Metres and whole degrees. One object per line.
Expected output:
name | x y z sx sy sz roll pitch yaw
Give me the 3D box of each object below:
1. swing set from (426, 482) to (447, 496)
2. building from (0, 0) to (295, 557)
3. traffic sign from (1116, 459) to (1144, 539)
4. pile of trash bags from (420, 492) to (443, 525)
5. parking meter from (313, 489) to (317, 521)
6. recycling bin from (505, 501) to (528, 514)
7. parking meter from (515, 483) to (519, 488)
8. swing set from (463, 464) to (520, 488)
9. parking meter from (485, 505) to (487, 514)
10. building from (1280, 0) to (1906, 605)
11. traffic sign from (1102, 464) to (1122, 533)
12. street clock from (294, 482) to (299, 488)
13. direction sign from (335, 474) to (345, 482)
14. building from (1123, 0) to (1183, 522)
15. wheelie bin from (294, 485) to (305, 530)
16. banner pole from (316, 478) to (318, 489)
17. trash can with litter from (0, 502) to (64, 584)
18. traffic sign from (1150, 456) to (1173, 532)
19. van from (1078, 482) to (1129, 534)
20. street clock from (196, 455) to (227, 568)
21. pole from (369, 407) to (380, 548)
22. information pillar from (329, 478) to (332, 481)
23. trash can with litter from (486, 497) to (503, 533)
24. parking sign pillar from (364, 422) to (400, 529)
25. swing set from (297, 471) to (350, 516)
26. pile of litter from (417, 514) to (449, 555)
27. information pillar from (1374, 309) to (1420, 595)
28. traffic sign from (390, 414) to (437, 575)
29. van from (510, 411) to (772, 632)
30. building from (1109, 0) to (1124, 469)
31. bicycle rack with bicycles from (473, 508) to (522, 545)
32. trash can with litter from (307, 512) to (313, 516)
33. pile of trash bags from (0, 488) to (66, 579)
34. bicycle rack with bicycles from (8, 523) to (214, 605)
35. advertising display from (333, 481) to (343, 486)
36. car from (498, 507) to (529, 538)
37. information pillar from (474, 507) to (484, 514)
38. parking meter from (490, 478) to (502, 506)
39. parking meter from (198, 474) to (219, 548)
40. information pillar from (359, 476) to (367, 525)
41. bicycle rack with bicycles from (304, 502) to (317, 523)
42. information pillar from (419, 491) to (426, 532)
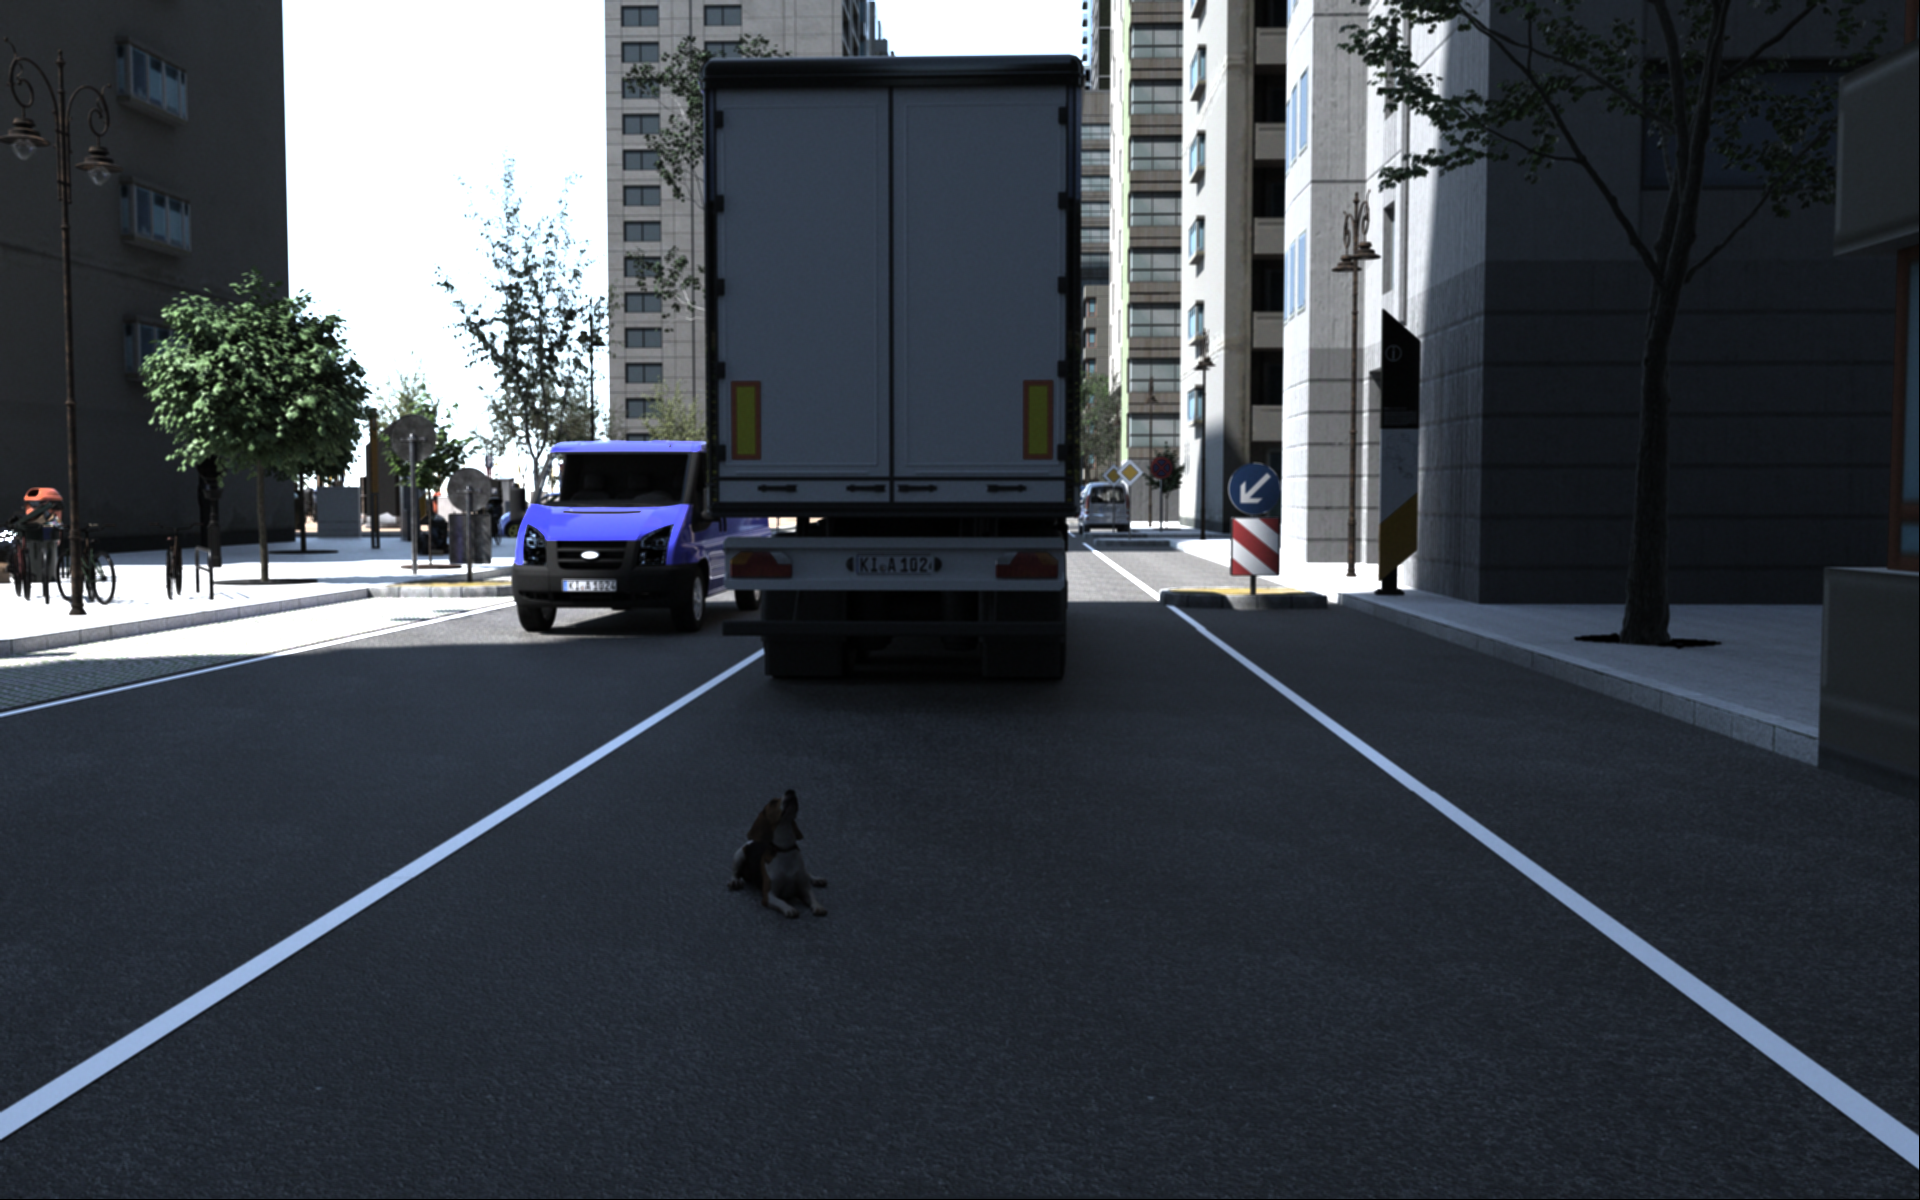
swing set | -34.394 -7.294 116.881 2.862 2.851 3.119 1 4 16
building | -28.888 -25.173 35.276 21.600 48.544 21.300 0 4 2
traffic sign | 4.793 -2.769 48.922 0.795 2.450 0.064 0 4 2
pile of trash bags | -23.439 -4.173 77.979 1.912 1.369 3.447 1 4 19
parking meter | -30.121 -4.450 81.173 0.372 1.533 0.369 0 3 0
recycling bin | -15.806 -3.011 61.779 0.722 1.027 0.722 0 4 -5
parking meter | -22.681 -5.060 88.447 0.255 1.863 0.399 1 4 8
swing set | -24.688 -5.755 91.716 3.119 2.851 2.862 -1 4 -9
parking meter | -27.684 -5.701 101.622 0.372 1.533 0.369 0 3 0
building | 16.985 -29.971 32.033 21.231 58.520 28.212 0 4 2
traffic sign | 5.051 -3.258 56.903 0.795 2.450 0.064 0 4 2
street clock | -39.299 -5.976 102.279 0.358 2.002 0.471 3 4 38
direction sign | -40.100 -7.336 111.932 0.379 3.537 0.876 2 4 28
building | 14.981 -24.575 85.402 14.154 41.232 14.086 0 4 2
wheelie bin | -23.749 -3.287 61.653 0.693 1.594 0.980 -3 5 -41
banner pole | -46.990 -8.403 127.410 0.863 3.779 0.401 0 4 4
trash can with litter | -13.533 -0.830 24.950 1.055 1.170 0.624 -3 4 -37
traffic sign | 6.826 -3.584 58.710 0.768 2.556 0.104 0 4 8
van | 5.097 -3.324 61.358 2.013 2.044 4.112 0 4 1
street clock | -13.033 -1.569 30.230 0.471 2.002 0.358 -1 4 -9
pole | -13.813 -2.874 40.839 0.158 3.312 0.155 0 3 0
information pillar | -48.218 -8.635 132.534 0.183 3.616 0.504 1 4 19
trash can with litter | -15.488 -2.804 57.227 0.624 1.170 1.055 -2 4 -31
parking sign pillar | -21.550 -4.666 64.760 1.447 3.967 1.447 1 4 17
swing set | -24.580 -4.142 65.347 3.119 2.851 2.862 1 4 13
pile of litter | -10.922 -1.408 36.987 1.176 0.858 1.719 3 5 39
information pillar | 5.558 -1.873 21.979 0.504 3.616 0.183 0 4 3
traffic sign | -8.690 -1.677 27.525 0.768 2.556 0.104 0 4 5
van | -3.524 -0.945 19.830 2.240 2.365 5.245 0 4 4
building | 24.267 -32.274 116.918 28.713 52.752 27.495 0 4 2
bicycle rack with bicycles | -11.319 -1.825 43.220 2.852 0.926 2.925 0 4 5
trash can with litter | -37.132 -5.406 99.773 1.055 1.170 0.624 1 4 8
pile of trash bags | -14.974 -1.051 26.930 3.447 1.369 1.912 2 4 33
bicycle rack with bicycles | -10.295 -0.471 21.087 2.852 0.926 2.925 -2 4 -28
advertising display | -30.083 -4.804 83.759 0.123 1.923 0.974 0 4 2
car | -12.231 -2.646 52.854 3.694 1.707 1.945 0 4 3
information pillar | -18.759 -3.853 67.485 0.304 2.012 0.304 -3 4 -38
parking meter | -17.059 -3.547 63.709 0.399 1.863 0.255 0 4 7
parking meter | -17.476 -2.114 40.273 0.399 1.863 0.255 -3 4 -37
information pillar | -24.732 -4.127 71.962 0.304 2.012 0.304 3 5 44
bicycle rack with bicycles | -28.939 -3.895 77.063 2.925 0.926 2.852 2 4 34
information pillar | -18.442 -4.133 58.925 0.504 3.616 0.183 0 4 -6
